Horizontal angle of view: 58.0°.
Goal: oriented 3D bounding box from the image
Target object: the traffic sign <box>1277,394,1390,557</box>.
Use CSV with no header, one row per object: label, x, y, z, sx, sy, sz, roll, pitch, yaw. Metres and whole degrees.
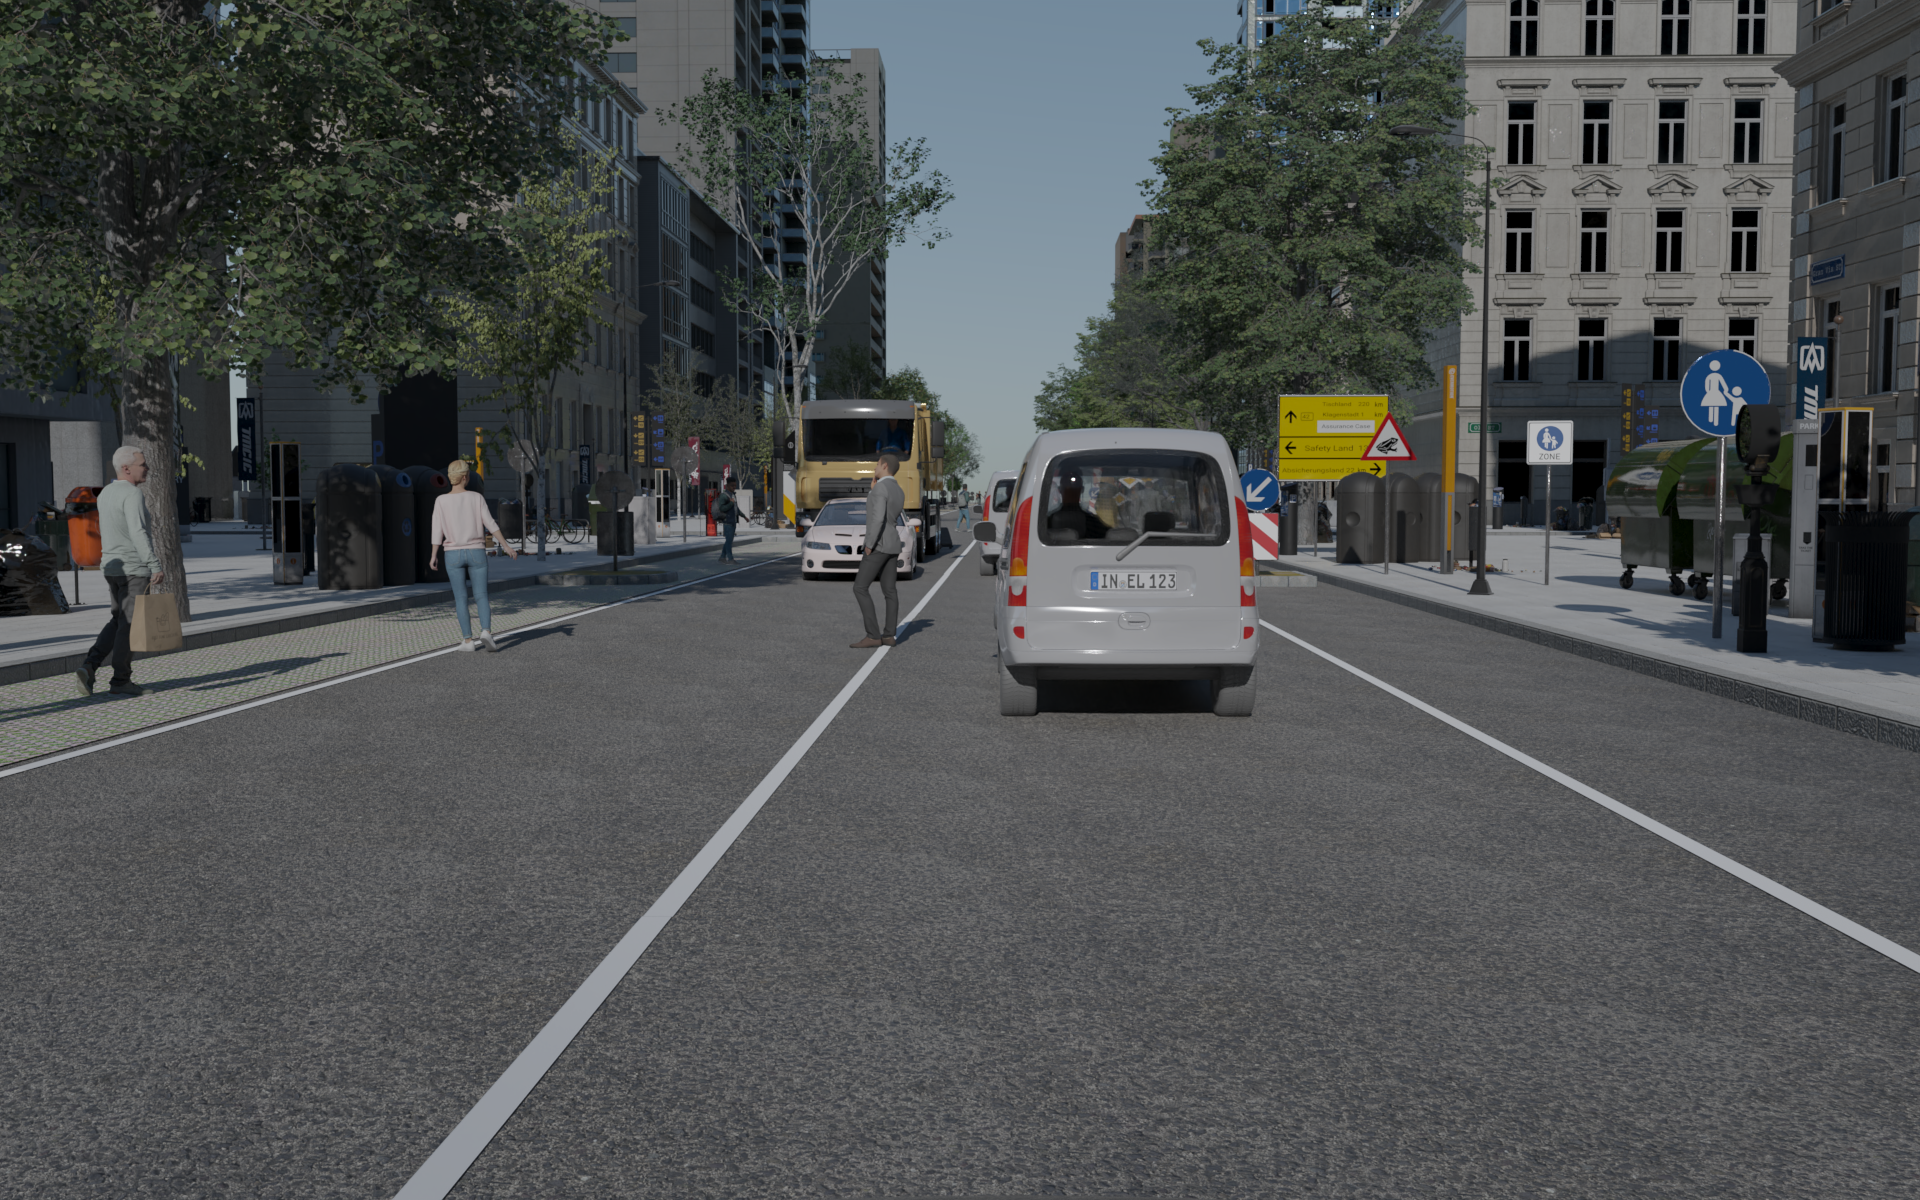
traffic sign,7.605,-2.537,35.347,2.265,3.308,0.079,0,4,4

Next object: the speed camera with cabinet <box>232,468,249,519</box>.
speed camera with cabinet,-37.846,-5.906,90.905,0.660,3.252,2.038,-3,4,-36

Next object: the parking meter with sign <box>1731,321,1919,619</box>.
parking meter with sign,8.933,-1.319,17.828,1.738,3.016,0.543,2,4,27

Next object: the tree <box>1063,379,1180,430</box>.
tree,11.119,-11.439,121.435,8.767,10.594,7.601,-2,4,-35

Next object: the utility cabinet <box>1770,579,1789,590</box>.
utility cabinet,11.101,-0.763,23.645,0.306,1.237,1.020,-2,4,-23

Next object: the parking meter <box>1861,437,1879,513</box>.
parking meter,7.866,-0.588,15.329,0.399,1.863,0.255,0,4,-8

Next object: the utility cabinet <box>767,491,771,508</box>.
utility cabinet,-14.400,-7.594,132.846,0.318,1.500,1.173,2,4,25

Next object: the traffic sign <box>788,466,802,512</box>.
traffic sign,-4.839,-3.001,52.714,0.795,2.450,0.064,0,4,2

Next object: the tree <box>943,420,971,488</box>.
tree,-2.237,-18.780,232.815,9.928,11.665,9.643,0,3,0

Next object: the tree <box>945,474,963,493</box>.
tree,-1.068,-17.925,276.789,4.285,4.588,4.351,0,3,0

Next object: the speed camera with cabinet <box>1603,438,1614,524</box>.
speed camera with cabinet,22.883,-4.040,60.383,0.660,3.252,2.038,1,4,13

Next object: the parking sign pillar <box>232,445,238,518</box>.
parking sign pillar,-40.104,-6.525,95.163,1.447,3.967,1.447,0,4,2

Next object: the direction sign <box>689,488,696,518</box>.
direction sign,-14.619,-6.268,94.471,0.876,3.537,0.379,2,4,29

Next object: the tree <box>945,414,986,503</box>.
tree,-1.185,-21.601,263.539,12.009,13.543,11.850,0,3,0

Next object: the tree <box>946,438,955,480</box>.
tree,-2.517,-15.559,204.746,4.360,8.622,3.978,0,3,0

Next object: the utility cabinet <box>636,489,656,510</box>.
utility cabinet,-14.764,-4.493,82.132,1.173,1.500,0.318,-1,4,-10

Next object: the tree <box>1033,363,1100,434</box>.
tree,11.632,-15.979,167.911,9.857,13.997,8.962,0,3,0

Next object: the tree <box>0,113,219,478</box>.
tree,-15.517,-4.991,31.959,4.737,8.622,4.395,0,3,0

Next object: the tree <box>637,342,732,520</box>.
tree,-13.524,-8.212,84.627,4.360,8.622,3.978,0,3,0

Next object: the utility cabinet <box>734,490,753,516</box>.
utility cabinet,-11.172,-4.869,88.288,1.173,1.500,0.318,-1,4,-14

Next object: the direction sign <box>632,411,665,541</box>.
direction sign,-8.494,-3.384,47.326,0.876,3.537,0.379,0,4,3

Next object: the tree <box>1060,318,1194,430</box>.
tree,9.631,-10.469,96.922,9.928,11.665,9.643,0,3,0

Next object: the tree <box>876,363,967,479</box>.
tree,-4.626,-14.394,152.343,9.611,12.733,9.660,0,3,0

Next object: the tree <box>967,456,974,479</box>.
tree,-3.923,-14.622,173.479,7.601,10.594,8.767,-1,4,-19

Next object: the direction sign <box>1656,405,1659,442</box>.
direction sign,17.394,-3.199,44.307,0.876,3.537,0.379,0,4,4

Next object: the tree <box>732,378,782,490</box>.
tree,-13.394,-9.497,105.632,4.360,8.622,3.978,0,3,0

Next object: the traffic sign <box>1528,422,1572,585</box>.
traffic sign,8.255,-1.356,24.304,0.606,2.300,0.079,1,4,11

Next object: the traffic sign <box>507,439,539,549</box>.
traffic sign,-10.158,-2.457,40.284,0.768,2.556,0.104,0,4,6

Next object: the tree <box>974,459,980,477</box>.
tree,-0.282,-21.933,293.018,8.767,10.594,7.601,1,4,19

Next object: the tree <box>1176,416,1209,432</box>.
tree,16.559,-11.016,130.480,4.737,8.622,4.395,0,3,0

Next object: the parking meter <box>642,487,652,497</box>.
parking meter,-11.759,-3.467,65.097,0.372,1.533,0.369,0,3,0

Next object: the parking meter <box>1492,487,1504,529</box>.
parking meter,19.534,-3.332,62.888,0.372,1.533,0.369,0,3,0

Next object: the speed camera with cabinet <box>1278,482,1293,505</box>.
speed camera with cabinet,15.215,-5.354,81.877,2.038,3.252,0.660,-1,4,-12

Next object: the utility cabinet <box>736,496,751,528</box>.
utility cabinet,-8.507,-3.351,65.945,1.020,1.237,0.306,0,4,1

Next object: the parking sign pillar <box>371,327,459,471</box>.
parking sign pillar,-8.677,-2.393,27.600,1.447,3.967,1.447,3,5,42

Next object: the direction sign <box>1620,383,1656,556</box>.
direction sign,13.827,-2.671,35.661,0.876,3.537,0.379,-3,5,-40

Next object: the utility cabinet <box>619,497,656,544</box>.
utility cabinet,-8.303,-2.043,44.561,1.020,1.237,0.306,2,4,30

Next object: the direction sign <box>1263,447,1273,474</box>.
direction sign,14.982,-5.647,84.320,0.379,3.537,0.876,3,5,40

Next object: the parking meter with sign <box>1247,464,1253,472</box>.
parking meter with sign,17.265,-6.272,98.804,1.738,3.016,0.543,3,4,36

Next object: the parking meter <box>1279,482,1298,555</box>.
parking meter,6.900,-1.708,36.341,0.372,1.533,0.369,0,3,0

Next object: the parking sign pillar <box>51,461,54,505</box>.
parking sign pillar,-57.576,-7.284,107.570,1.447,3.967,1.447,1,4,23

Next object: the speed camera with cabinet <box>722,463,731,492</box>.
speed camera with cabinet,-14.374,-7.055,109.686,0.660,3.252,2.038,1,4,21

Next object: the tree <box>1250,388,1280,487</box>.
tree,17.521,-8.893,95.764,4.360,8.622,3.978,0,3,0

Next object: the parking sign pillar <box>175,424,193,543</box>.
parking sign pillar,-21.153,-3.508,45.834,1.447,3.967,1.447,3,5,43

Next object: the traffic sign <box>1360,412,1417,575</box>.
traffic sign,6.797,-1.684,27.539,0.884,2.594,0.081,0,4,3

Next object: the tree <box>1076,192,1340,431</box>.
tree,9.550,-9.583,67.053,12.009,13.543,11.850,0,3,0

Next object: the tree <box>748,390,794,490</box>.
tree,-13.043,-10.488,121.844,4.737,8.622,4.395,0,3,0

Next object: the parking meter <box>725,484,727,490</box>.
parking meter,-13.113,-5.661,98.270,0.255,1.863,0.399,-3,5,-40

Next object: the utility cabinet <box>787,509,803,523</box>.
utility cabinet,-7.192,-4.046,77.314,1.020,1.237,0.306,-1,4,-13

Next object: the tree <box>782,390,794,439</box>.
tree,-11.407,-9.870,111.733,4.360,8.622,3.978,0,3,0

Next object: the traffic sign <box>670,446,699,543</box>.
traffic sign,-7.290,-2.795,45.800,0.768,2.556,0.104,1,4,9

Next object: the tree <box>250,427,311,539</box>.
tree,-19.814,-3.384,49.925,1.663,3.219,1.824,0,3,0

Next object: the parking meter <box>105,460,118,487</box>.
parking meter,-12.631,-1.248,26.113,0.399,1.863,0.255,0,4,-3

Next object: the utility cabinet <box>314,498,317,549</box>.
utility cabinet,-14.561,-1.794,40.486,0.306,1.237,1.020,2,4,32

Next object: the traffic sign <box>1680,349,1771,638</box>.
traffic sign,6.738,-0.932,15.340,0.768,2.556,0.104,0,4,6
